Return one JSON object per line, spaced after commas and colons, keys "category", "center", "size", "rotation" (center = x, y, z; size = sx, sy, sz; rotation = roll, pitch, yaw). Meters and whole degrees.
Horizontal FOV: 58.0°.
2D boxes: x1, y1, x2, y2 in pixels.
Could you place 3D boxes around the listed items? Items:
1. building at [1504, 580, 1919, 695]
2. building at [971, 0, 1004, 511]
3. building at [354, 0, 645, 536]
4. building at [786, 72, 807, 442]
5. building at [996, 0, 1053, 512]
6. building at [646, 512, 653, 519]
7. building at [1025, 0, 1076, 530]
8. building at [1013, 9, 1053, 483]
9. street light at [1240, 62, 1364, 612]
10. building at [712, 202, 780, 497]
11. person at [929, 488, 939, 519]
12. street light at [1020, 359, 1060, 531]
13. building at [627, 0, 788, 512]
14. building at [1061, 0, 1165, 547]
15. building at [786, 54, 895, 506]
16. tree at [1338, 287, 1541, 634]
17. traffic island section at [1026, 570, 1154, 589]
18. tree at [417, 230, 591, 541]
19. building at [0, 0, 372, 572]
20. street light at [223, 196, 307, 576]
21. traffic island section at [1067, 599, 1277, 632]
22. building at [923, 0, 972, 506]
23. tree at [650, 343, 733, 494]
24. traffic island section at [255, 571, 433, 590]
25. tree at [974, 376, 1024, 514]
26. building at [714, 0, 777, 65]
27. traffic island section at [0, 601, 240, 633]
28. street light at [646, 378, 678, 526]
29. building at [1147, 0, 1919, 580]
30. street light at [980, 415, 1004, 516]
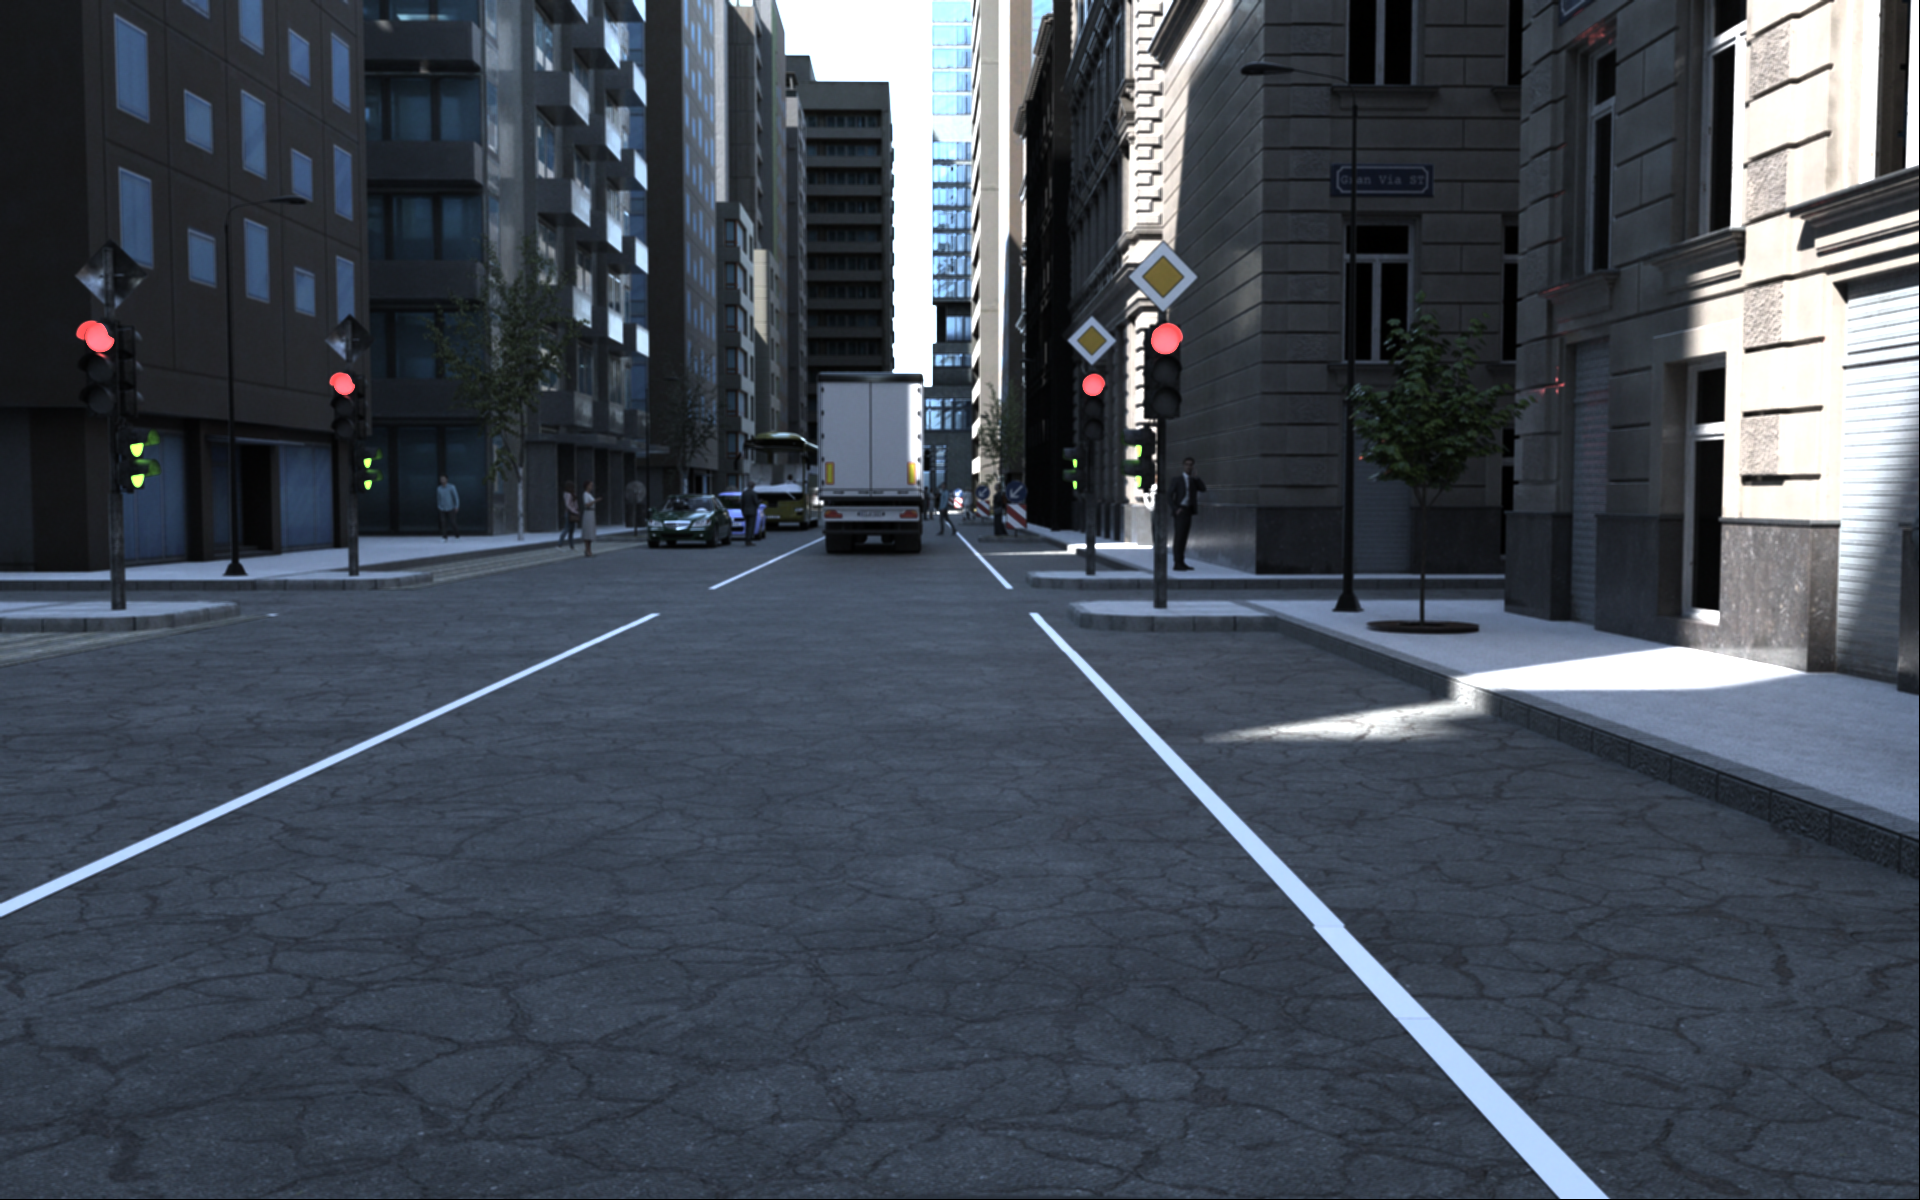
{"category": "building", "center": [11.846, -12.772, 6.084], "size": [12.463, 27.353, 25.104], "rotation": [0, 4, -1]}
{"category": "building", "center": [11.886, -31.532, 139.250], "size": [21.300, 48.544, 21.600], "rotation": [0, 4, -1]}
{"category": "building", "center": [-24.073, -27.172, 63.875], "size": [23.786, 49.044, 30.456], "rotation": [0, 4, -1]}
{"category": "building", "center": [-22.278, -29.786, 170.591], "size": [14.086, 41.232, 14.154], "rotation": [0, 4, -1]}
{"category": "building", "center": [9.946, -28.774, 120.565], "size": [14.600, 45.320, 14.200], "rotation": [0, 4, -1]}
{"category": "building", "center": [-21.084, -27.170, 94.336], "size": [14.600, 45.320, 14.200], "rotation": [0, 4, -1]}
{"category": "building", "center": [9.244, -14.639, 69.018], "size": [12.332, 23.373, 15.834], "rotation": [0, 4, -1]}
{"category": "building", "center": [9.587, -17.864, 89.341], "size": [12.463, 27.353, 25.104], "rotation": [0, 4, -1]}
{"category": "street light", "center": [3.717, -2.830, 18.818], "size": [1.470, 5.913, 1.316], "rotation": [0, 4, -1]}
{"category": "building", "center": [-27.160, -16.625, 116.863], "size": [27.650, 21.520, 28.899], "rotation": [0, 4, -1]}
{"category": "person", "center": [-1.529, -5.482, 98.698], "size": [0.524, 1.755, 0.480], "rotation": [-1, 4, -23]}
{"category": "street light", "center": [2.759, -5.334, 59.749], "size": [1.470, 5.913, 1.316], "rotation": [0, 4, -1]}
{"category": "building", "center": [-22.625, -30.685, 151.818], "size": [14.600, 45.320, 14.200], "rotation": [0, 4, -1]}
{"category": "building", "center": [8.903, -13.582, 50.947], "size": [11.050, 23.489, 19.941], "rotation": [0, 4, -1]}
{"category": "building", "center": [-18.202, -34.956, 195.233], "size": [21.600, 48.544, 21.300], "rotation": [0, 4, -1]}
{"category": "tree", "center": [4.330, -1.335, 16.425], "size": [1.663, 3.219, 1.824], "rotation": [0, 3, 0]}
{"category": "traffic island section", "center": [2.093, -0.318, 27.484], "size": [2.009, 0.180, 2.903], "rotation": [0, 4, -1]}
{"category": "tree", "center": [-12.369, -5.945, 47.570], "size": [4.737, 8.622, 4.395], "rotation": [0, 3, 0]}
{"category": "building", "center": [-21.041, -23.459, 33.671], "size": [14.600, 45.320, 14.200], "rotation": [0, 4, -1]}
{"category": "street light", "center": [-10.876, -3.338, 27.117], "size": [1.470, 5.913, 1.316], "rotation": [0, 4, -1]}
{"category": "traffic island section", "center": [2.276, 0.170, 19.501], "size": [2.009, 0.180, 2.903], "rotation": [0, 4, -1]}
{"category": "building", "center": [8.406, -54.029, 196.047], "size": [31.000, 86.520, 22.319], "rotation": [0, 4, -1]}
{"category": "tree", "center": [-13.388, -8.237, 85.034], "size": [4.360, 8.622, 3.978], "rotation": [0, 3, 0]}
{"category": "traffic island section", "center": [-9.545, -0.302, 27.224], "size": [2.009, 0.180, 2.903], "rotation": [0, 4, -1]}
{"category": "tree", "center": [2.717, -9.681, 108.654], "size": [4.737, 8.622, 4.395], "rotation": [0, 3, 0]}
{"category": "building", "center": [-22.042, -27.782, 137.836], "size": [14.154, 41.232, 14.086], "rotation": [0, 4, -1]}
{"category": "traffic island section", "center": [-9.362, 0.186, 19.241], "size": [2.009, 0.180, 2.903], "rotation": [0, 4, -1]}
{"category": "street light", "center": [-11.942, -5.910, 69.175], "size": [1.470, 5.913, 1.316], "rotation": [0, 4, -1]}
{"category": "building", "center": [16.692, -14.396, 32.642], "size": [25.104, 27.353, 12.463], "rotation": [0, 4, -1]}
{"category": "street light", "center": [1.882, -7.945, 102.438], "size": [1.470, 5.913, 1.316], "rotation": [0, 4, -1]}
